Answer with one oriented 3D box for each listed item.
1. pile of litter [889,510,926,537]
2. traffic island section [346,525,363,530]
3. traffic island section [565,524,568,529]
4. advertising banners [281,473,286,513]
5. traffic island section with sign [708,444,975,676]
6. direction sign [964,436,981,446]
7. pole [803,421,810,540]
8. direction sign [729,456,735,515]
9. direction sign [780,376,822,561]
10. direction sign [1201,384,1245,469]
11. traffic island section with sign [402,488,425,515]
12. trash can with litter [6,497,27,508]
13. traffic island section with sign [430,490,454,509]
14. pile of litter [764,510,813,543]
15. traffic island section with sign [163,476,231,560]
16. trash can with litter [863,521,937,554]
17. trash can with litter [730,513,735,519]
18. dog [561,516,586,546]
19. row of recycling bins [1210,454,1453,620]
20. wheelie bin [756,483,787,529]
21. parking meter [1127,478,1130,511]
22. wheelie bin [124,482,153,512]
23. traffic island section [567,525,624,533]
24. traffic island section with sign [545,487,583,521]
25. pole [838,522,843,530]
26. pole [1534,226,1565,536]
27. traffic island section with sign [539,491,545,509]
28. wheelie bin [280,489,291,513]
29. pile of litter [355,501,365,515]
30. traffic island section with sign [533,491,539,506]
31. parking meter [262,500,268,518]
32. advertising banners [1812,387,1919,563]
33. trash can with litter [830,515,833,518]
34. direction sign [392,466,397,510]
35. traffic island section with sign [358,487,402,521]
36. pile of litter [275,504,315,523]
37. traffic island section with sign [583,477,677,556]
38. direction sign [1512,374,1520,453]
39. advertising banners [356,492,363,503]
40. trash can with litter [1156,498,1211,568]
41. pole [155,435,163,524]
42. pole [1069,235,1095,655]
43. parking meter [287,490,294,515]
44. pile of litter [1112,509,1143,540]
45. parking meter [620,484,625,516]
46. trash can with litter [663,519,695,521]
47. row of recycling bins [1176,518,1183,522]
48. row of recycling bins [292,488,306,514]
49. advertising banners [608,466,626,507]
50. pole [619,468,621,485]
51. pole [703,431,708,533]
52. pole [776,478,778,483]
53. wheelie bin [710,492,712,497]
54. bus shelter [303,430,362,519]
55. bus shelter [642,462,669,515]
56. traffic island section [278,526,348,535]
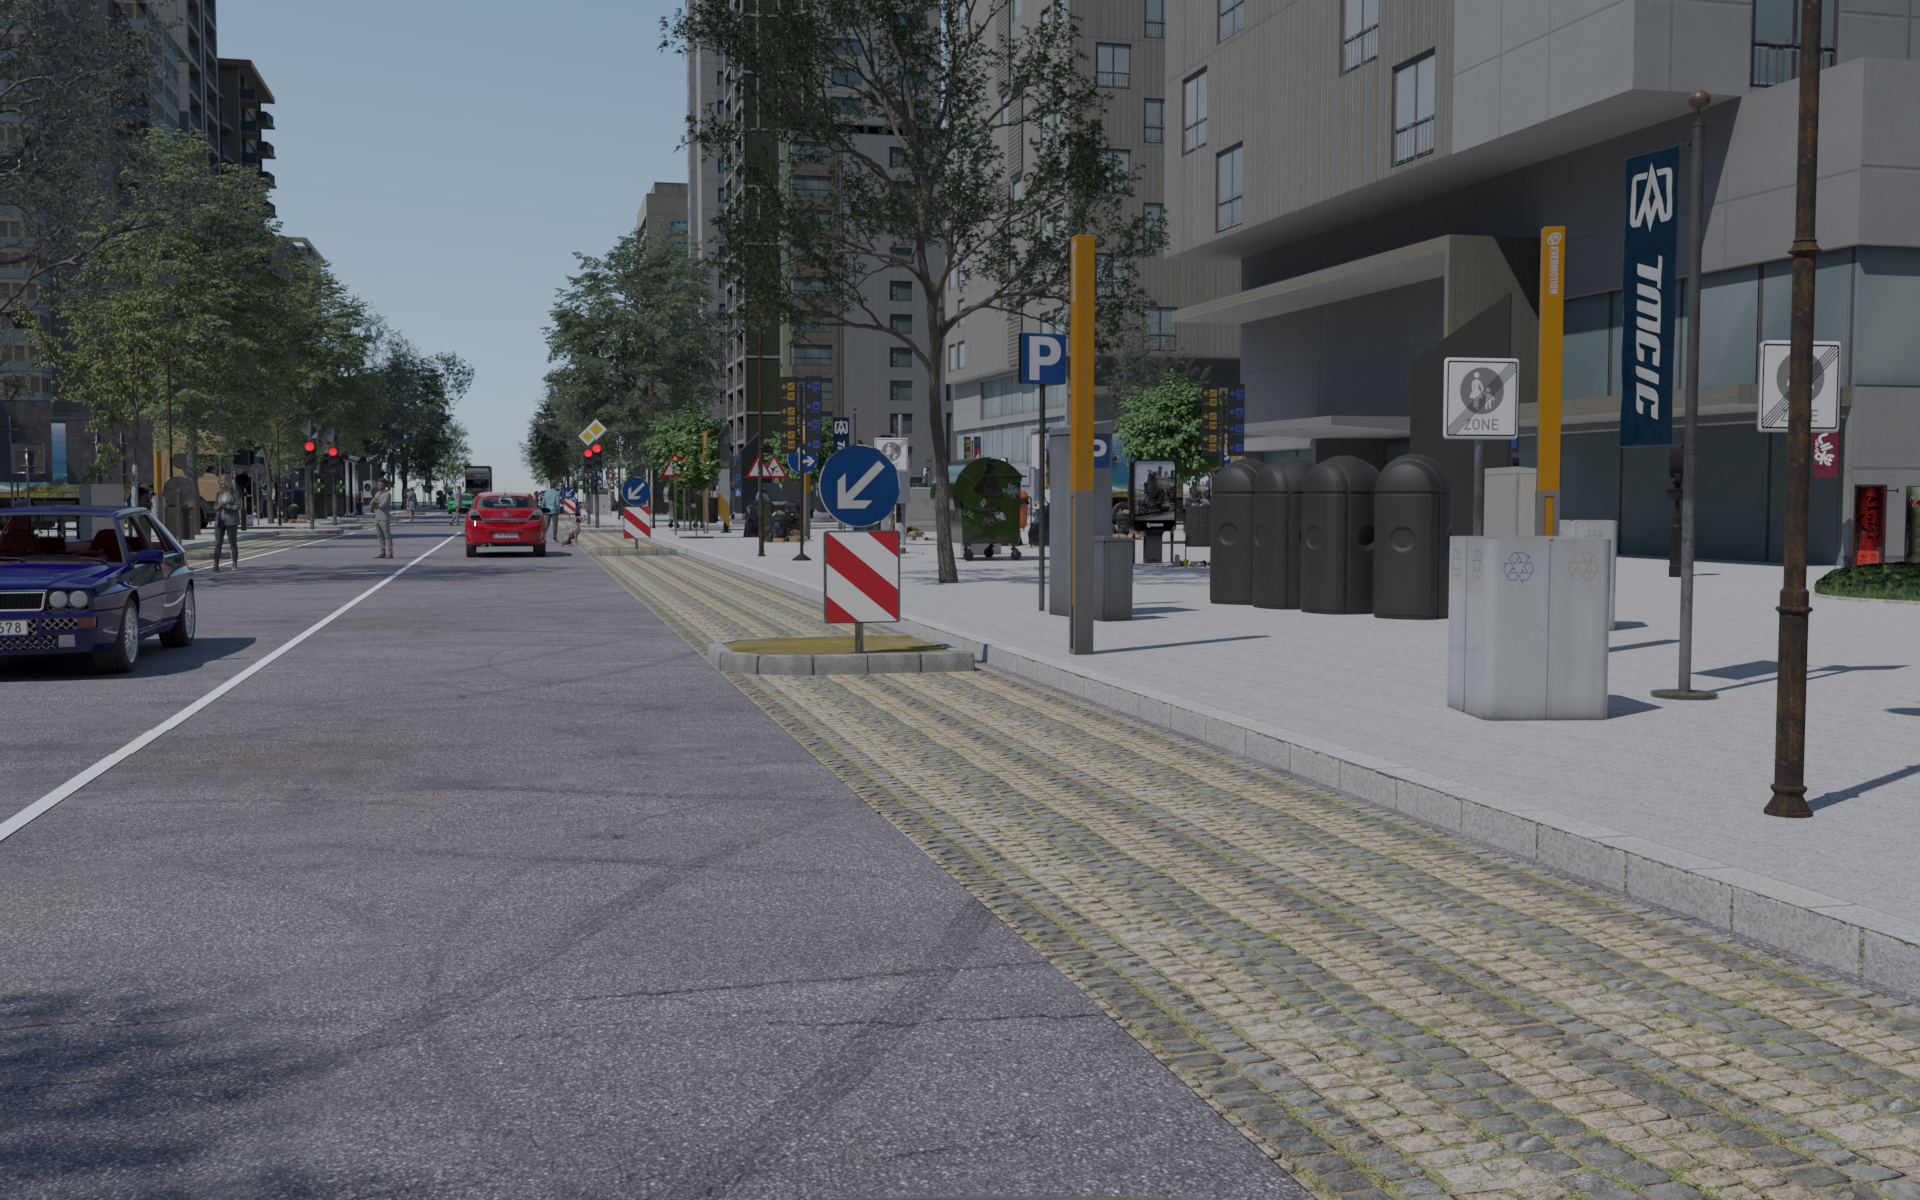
[{"bbox_3d":[-1.571,-2.319,51.886,1.176,0.858,1.719,1,4,23],"label":"pile of litter"},{"bbox_3d":[-25.300,-2.923,70.070,2.009,0.180,2.903,-1,4,-14],"label":"traffic island section"},{"bbox_3d":[-15.519,-3.075,72.550,2.009,0.180,2.903,-1,4,-14],"label":"traffic island section"},{"bbox_3d":[-44.226,-7.155,113.172,0.090,3.025,2.074,-1,4,-14],"label":"advertising banners"},{"bbox_3d":[-1.087,-0.364,14.572,1.989,1.847,2.006,-1,4,-14],"label":"traffic island section with sign"},{"bbox_3d":[0.485,-4.661,68.209,0.876,3.537,0.379,3,5,42],"label":"direction sign"},{"bbox_3d":[-4.280,-3.324,48.195,0.158,3.312,0.155,0,3,0],"label":"pole"},{"bbox_3d":[-13.711,-6.832,103.704,0.379,3.537,0.876,-3,4,-37],"label":"direction sign"},{"bbox_3d":[-3.057,-2.530,33.358,0.876,3.537,0.379,1,4,22],"label":"direction sign"},{"bbox_3d":[5.402,-2.669,35.632,0.876,3.537,0.379,0,4,-1],"label":"direction sign"},{"bbox_3d":[-37.636,-6.713,118.388,1.989,1.847,2.006,-1,4,-14],"label":"traffic island section with sign"},{"bbox_3d":[-26.419,-2.337,49.275,1.678,1.210,2.233,-1,4,-12],"label":"trash can with litter"},{"bbox_3d":[-49.897,-9.653,166.457,1.989,1.847,2.006,-1,4,-14],"label":"traffic island section with sign"},{"bbox_3d":[-4.609,-1.984,46.410,1.719,0.858,1.176,-3,5,-40],"label":"pile of litter"},{"bbox_3d":[-17.139,-1.795,37.973,1.989,1.847,2.006,-1,4,-14],"label":"traffic island section with sign"},{"bbox_3d":[-1.725,-1.614,37.440,1.678,1.210,2.233,-3,5,-44],"label":"trash can with litter"},{"bbox_3d":[-11.349,-4.738,88.854,1.055,1.170,0.624,-1,4,-13],"label":"trash can with litter"},{"bbox_3d":[-10.782,-1.892,47.772,0.800,0.831,0.513,2,4,32],"label":"dog"},{"bbox_3d":[4.003,-0.735,19.135,1.069,1.692,3.534,-2,4,-30],"label":"row of recycling bins"},{"bbox_3d":[-5.443,-2.554,49.674,0.693,1.594,0.980,3,4,38],"label":"wheelie bin"},{"bbox_3d":[5.373,-2.920,53.451,0.255,1.863,0.399,-2,4,-32],"label":"parking meter"},{"bbox_3d":[-21.700,-2.318,45.814,0.693,1.594,0.980,-2,4,-28],"label":"wheelie bin"},{"bbox_3d":[-13.547,-2.601,64.811,2.009,0.180,2.903,-1,4,-14],"label":"traffic island section"},{"bbox_3d":[-21.190,-5.184,93.385,1.989,1.847,2.006,-1,4,-14],"label":"traffic island section with sign"},{"bbox_3d":[-4.292,-4.175,62.097,0.158,3.312,0.155,0,3,0],"label":"pole"},{"bbox_3d":[4.535,-1.193,13.342,0.158,3.312,0.155,0,3,0],"label":"pole"},{"bbox_3d":[-28.081,-6.839,120.445,1.989,1.847,2.006,-1,4,-14],"label":"traffic island section with sign"},{"bbox_3d":[-44.610,-6.536,114.777,0.980,1.594,0.693,-1,4,-15],"label":"wheelie bin"},{"bbox_3d":[-37.994,-5.808,108.927,1.176,0.858,1.719,-2,4,-26],"label":"pile of litter"},{"bbox_3d":[-40.516,-9.824,169.254,1.989,1.847,2.006,-1,4,-14],"label":"traffic island section with sign"},{"bbox_3d":[-38.633,-5.532,96.165,0.399,1.863,0.255,1,4,13],"label":"parking meter"},{"bbox_3d":[14.693,-1.938,27.874,2.074,3.025,0.090,3,5,45],"label":"advertising banners"},{"bbox_3d":[-7.000,-5.333,98.580,0.624,1.170,1.055,0,4,6],"label":"trash can with litter"},{"bbox_3d":[-46.318,-9.153,141.652,0.379,3.537,0.876,0,4,-4],"label":"direction sign"},{"bbox_3d":[-30.961,-5.110,92.178,1.989,1.847,2.006,-1,4,-14],"label":"traffic island section with sign"},{"bbox_3d":[-29.569,-3.858,77.041,1.719,0.858,1.176,-1,4,-18],"label":"pile of litter"},{"bbox_3d":[-7.773,-1.967,40.782,1.989,1.847,2.006,-1,4,-14],"label":"traffic island section with sign"},{"bbox_3d":[10.362,-2.511,33.053,0.379,3.537,0.876,-1,4,-19],"label":"direction sign"},{"bbox_3d":[-40.370,-7.197,113.863,2.074,3.025,0.090,-1,4,-11],"label":"advertising banners"},{"bbox_3d":[4.631,-1.196,30.610,2.233,1.210,1.678,1,4,10],"label":"trash can with litter"},{"bbox_3d":[-27.697,-4.039,59.881,0.158,3.312,0.155,0,3,0],"label":"pole"},{"bbox_3d":[0.971,-1.219,13.779,0.158,3.312,0.155,0,3,0],"label":"pole"},{"bbox_3d":[-37.953,-5.490,98.166,0.372,1.533,0.369,0,3,0],"label":"parking meter"},{"bbox_3d":[4.645,-2.128,48.761,1.719,0.858,1.176,1,4,19],"label":"pile of litter"},{"bbox_3d":[-19.877,-5.878,101.815,0.255,1.863,0.399,1,4,14],"label":"parking meter"},{"bbox_3d":[-13.521,-4.466,84.069,2.233,1.210,1.678,-3,4,-37],"label":"trash can with litter"},{"bbox_3d":[9.969,-4.465,80.123,1.069,1.692,3.534,-2,4,-31],"label":"row of recycling bins"},{"bbox_3d":[-42.248,-6.368,111.223,1.069,1.692,3.534,-1,4,-9],"label":"row of recycling bins"},{"bbox_3d":[-21.096,-6.862,108.377,2.074,3.025,0.090,0,4,4],"label":"advertising banners"},{"bbox_3d":[-23.835,-7.790,121.217,0.158,3.312,0.155,0,3,0],"label":"pole"},{"bbox_3d":[-8.301,-3.831,56.486,0.158,3.312,0.155,0,3,0],"label":"pole"},{"bbox_3d":[-10.798,-6.626,102.184,0.158,3.312,0.155,0,3,0],"label":"pole"},{"bbox_3d":[-17.049,-6.630,116.303,0.693,1.594,0.980,-2,4,-35],"label":"wheelie bin"},{"bbox_3d":[-33.514,-7.009,92.222,2.179,5.291,8.768,-1,4,-14],"label":"bus shelter"},{"bbox_3d":[-18.981,-8.098,110.041,2.179,5.291,8.768,-1,4,-14],"label":"bus shelter"},{"bbox_3d":[-23.328,-2.450,62.332,2.009,0.180,2.903,-1,4,-14],"label":"traffic island section"}]
